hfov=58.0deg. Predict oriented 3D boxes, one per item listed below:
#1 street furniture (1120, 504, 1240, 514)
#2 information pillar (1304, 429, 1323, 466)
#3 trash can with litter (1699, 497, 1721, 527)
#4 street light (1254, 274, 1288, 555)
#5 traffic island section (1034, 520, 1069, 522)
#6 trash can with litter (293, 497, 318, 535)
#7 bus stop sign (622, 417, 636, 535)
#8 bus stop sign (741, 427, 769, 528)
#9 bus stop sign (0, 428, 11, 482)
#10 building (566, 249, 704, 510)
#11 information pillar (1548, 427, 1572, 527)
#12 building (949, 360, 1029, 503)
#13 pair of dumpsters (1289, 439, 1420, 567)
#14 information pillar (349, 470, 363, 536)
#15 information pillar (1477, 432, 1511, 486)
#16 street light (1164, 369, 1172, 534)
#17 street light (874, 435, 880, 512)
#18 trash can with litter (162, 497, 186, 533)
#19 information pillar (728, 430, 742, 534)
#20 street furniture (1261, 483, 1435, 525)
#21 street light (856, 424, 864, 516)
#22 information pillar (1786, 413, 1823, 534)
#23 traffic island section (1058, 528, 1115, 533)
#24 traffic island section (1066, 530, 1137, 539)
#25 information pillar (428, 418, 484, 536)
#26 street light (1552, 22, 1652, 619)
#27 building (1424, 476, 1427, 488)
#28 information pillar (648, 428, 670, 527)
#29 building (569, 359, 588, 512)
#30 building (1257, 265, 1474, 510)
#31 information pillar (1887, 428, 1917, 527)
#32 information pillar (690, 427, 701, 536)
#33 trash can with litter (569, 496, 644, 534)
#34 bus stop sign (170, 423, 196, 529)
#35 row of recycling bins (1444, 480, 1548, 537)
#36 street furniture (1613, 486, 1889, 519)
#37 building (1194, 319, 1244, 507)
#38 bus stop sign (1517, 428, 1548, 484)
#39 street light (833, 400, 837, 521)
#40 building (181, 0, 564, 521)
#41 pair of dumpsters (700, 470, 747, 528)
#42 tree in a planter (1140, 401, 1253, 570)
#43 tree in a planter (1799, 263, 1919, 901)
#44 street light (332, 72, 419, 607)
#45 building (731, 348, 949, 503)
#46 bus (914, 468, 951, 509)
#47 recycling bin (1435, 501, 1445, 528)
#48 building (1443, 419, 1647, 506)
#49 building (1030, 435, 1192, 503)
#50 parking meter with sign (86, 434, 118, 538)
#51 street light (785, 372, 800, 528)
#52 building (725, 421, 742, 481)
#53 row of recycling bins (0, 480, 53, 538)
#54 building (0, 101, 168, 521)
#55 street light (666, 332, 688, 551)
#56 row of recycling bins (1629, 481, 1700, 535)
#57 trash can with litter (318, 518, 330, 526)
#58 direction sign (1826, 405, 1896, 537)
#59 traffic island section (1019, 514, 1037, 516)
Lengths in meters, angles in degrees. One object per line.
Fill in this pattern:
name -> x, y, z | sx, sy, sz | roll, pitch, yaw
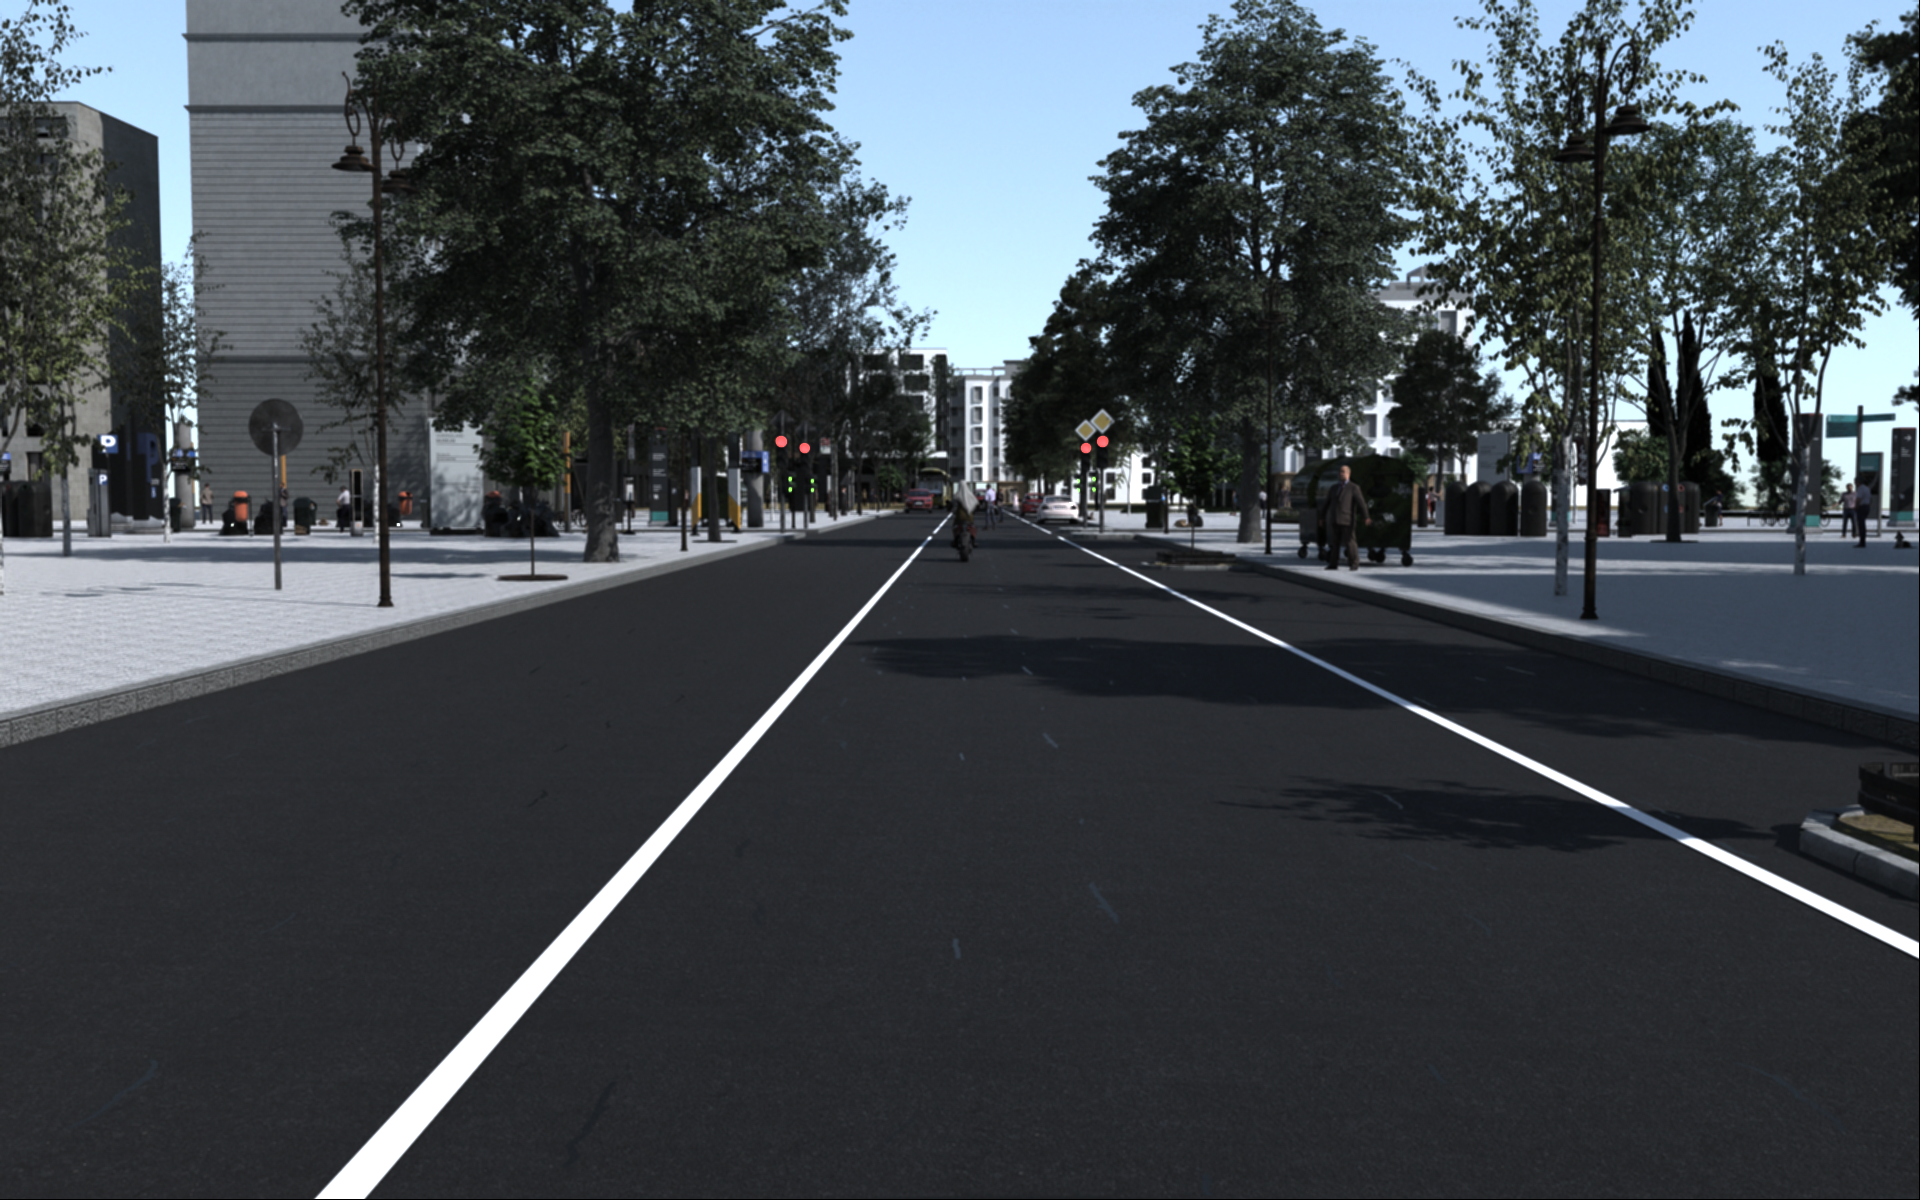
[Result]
street furniture -> 15.387, -6.227, 117.432 | 10.072, 0.657, 5.734 | -3, 5, -41
information pillar -> 13.636, -4.741, 66.896 | 0.750, 3.857, 0.750 | 0, 4, 7
trash can with litter -> 28.864, -3.407, 67.084 | 1.055, 1.170, 0.624 | 1, 4, 12
street light -> 6.544, -3.903, 36.597 | 0.468, 5.910, 1.993 | 0, 4, 0
traffic island section -> 4.802, -4.052, 89.117 | 1.991, 0.108, 1.994 | 0, 4, 0
trash can with litter -> -20.482, -2.608, 54.036 | 0.624, 1.170, 1.055 | -1, 4, -18
bus stop sign -> -10.362, -4.023, 54.482 | 0.416, 3.939, 0.855 | -2, 4, -27
bus stop sign -> -7.831, -4.720, 66.183 | 0.837, 3.901, 0.837 | 1, 4, 12
bus stop sign -> -38.369, -4.882, 68.843 | 0.837, 3.901, 0.837 | 1, 4, 9
building -> -38.921, -19.123, 156.643 | 27.936, 21.610, 32.646 | 0, 4, 0
information pillar -> 23.258, -4.746, 66.983 | 0.750, 3.857, 0.750 | 2, 4, 29
building -> 4.079, -24.096, 250.382 | 11.380, 20.091, 16.016 | 0, 4, 0
pair of dumpsters -> 7.375, -1.838, 32.547 | 1.574, 2.255, 4.436 | 0, 4, 0
information pillar -> -18.305, -2.937, 52.506 | 0.304, 2.012, 0.304 | -3, 4, -38
information pillar -> 20.561, -4.615, 66.778 | 0.184, 3.620, 1.656 | -2, 4, -26
street light -> 6.695, -5.088, 55.979 | 0.468, 5.910, 1.993 | 0, 4, 0
street light -> -5.817, -9.159, 122.529 | 0.468, 5.910, 1.993 | 0, 4, 0
trash can with litter -> -25.836, -2.771, 56.697 | 0.624, 1.170, 1.055 | 0, 4, 0
information pillar -> -7.349, -3.979, 56.415 | 0.504, 3.616, 0.183 | 3, 4, 39
street furniture -> 16.858, -4.218, 75.820 | 11.010, 1.723, 9.812 | -2, 4, -27
street light -> -5.928, -7.941, 102.627 | 0.468, 5.910, 1.993 | 0, 4, 0
information pillar -> 27.220, -4.057, 55.710 | 0.750, 3.857, 0.750 | -1, 4, -23
traffic island section -> 4.680, -2.579, 64.452 | 2.009, 0.180, 2.903 | 0, 4, 0
traffic island section -> 4.638, -2.091, 56.467 | 2.009, 0.180, 2.903 | 0, 4, 0
information pillar -> -15.675, -3.827, 53.886 | 1.656, 3.620, 0.184 | -2, 4, -33
street light -> 6.468, -2.742, 17.625 | 0.468, 5.910, 1.993 | 0, 4, 0
building -> 54.614, -25.216, 256.262 | 32.646, 21.610, 27.936 | 0, 4, 0
information pillar -> -11.779, -4.786, 67.629 | 0.750, 3.857, 0.750 | -1, 4, -20
building -> -34.234, -15.535, 121.456 | 16.820, 18.784, 16.811 | 0, 4, 0
building -> 34.203, -17.840, 148.100 | 16.016, 20.091, 11.380 | 0, 4, 0
information pillar -> 36.812, -4.786, 67.629 | 0.750, 3.857, 0.750 | 0, 4, 1
information pillar -> -8.098, -3.773, 53.040 | 0.183, 3.616, 0.504 | -3, 4, -36
trash can with litter -> -11.526, -2.761, 56.194 | 2.233, 1.210, 1.678 | 1, 4, 8
bus stop sign -> -28.714, -4.588, 64.026 | 0.837, 3.901, 0.837 | -2, 4, -26
row of recycling bins -> 16.439, -2.824, 53.284 | 1.069, 1.692, 3.534 | -3, 4, -39
street furniture -> 46.215, -6.017, 103.400 | 14.083, 1.986, 27.439 | 1, 4, 17
building -> 34.929, -19.242, 181.057 | 16.747, 18.905, 31.486 | 0, 4, 0
bus stop sign -> 22.914, -4.916, 69.385 | 0.837, 3.901, 0.837 | -2, 4, -30
street light -> -6.039, -6.777, 83.594 | 0.468, 5.910, 1.993 | 0, 4, 0
building -> -31.203, -19.581, 97.634 | 11.434, 29.767, 29.804 | 0, 4, 0
pair of dumpsters -> -9.301, -3.981, 67.590 | 1.574, 2.255, 4.436 | 0, 4, 0
tree in a planter -> 4.507, -2.214, 33.420 | 1.991, 3.239, 1.994 | 0, 4, 0
tree in a planter -> 4.365, -0.566, 6.477 | 1.991, 3.239, 1.994 | 0, 4, 0
street light -> -6.549, -2.861, 19.566 | 0.468, 5.910, 1.993 | 0, 4, 0
building -> -18.078, -25.222, 256.361 | 32.646, 21.610, 27.936 | 0, 4, 0
bus -> -2.707, -10.752, 167.333 | 2.896, 3.916, 12.252 | 0, 4, 1
recycling bin -> 18.741, -3.308, 66.644 | 0.722, 1.027, 0.722 | 2, 4, 34
building -> 66.751, -15.266, 191.746 | 28.070, 9.664, 9.099 | 0, 4, 0
building -> 23.836, -18.620, 246.587 | 28.070, 9.664, 9.099 | 0, 4, 0
parking meter with sign -> -25.504, -3.371, 51.373 | 0.543, 3.016, 1.738 | -3, 5, -42
street light -> -6.231, -5.617, 64.623 | 0.468, 5.910, 1.993 | 0, 4, 0
building -> -38.709, -15.341, 192.968 | 28.070, 9.664, 9.099 | 0, 4, 0
row of recycling bins -> -28.366, -2.739, 51.900 | 3.534, 1.692, 1.069 | 2, 4, 35
building -> -51.222, -14.260, 87.908 | 16.860, 20.320, 10.420 | 0, 4, 0
street light -> -6.220, -4.041, 38.866 | 0.468, 5.910, 1.993 | 0, 4, 0
row of recycling bins -> 22.499, -2.955, 55.419 | 3.534, 1.692, 1.069 | -3, 5, -40
trash can with litter -> -26.194, -3.609, 70.389 | 1.055, 1.170, 0.624 | -2, 4, -34
direction sign -> 26.543, -3.868, 51.998 | 1.411, 3.948, 2.525 | -1, 4, -19
traffic island section -> 4.939, -5.700, 116.060 | 1.991, 0.108, 1.994 | 0, 4, 0
